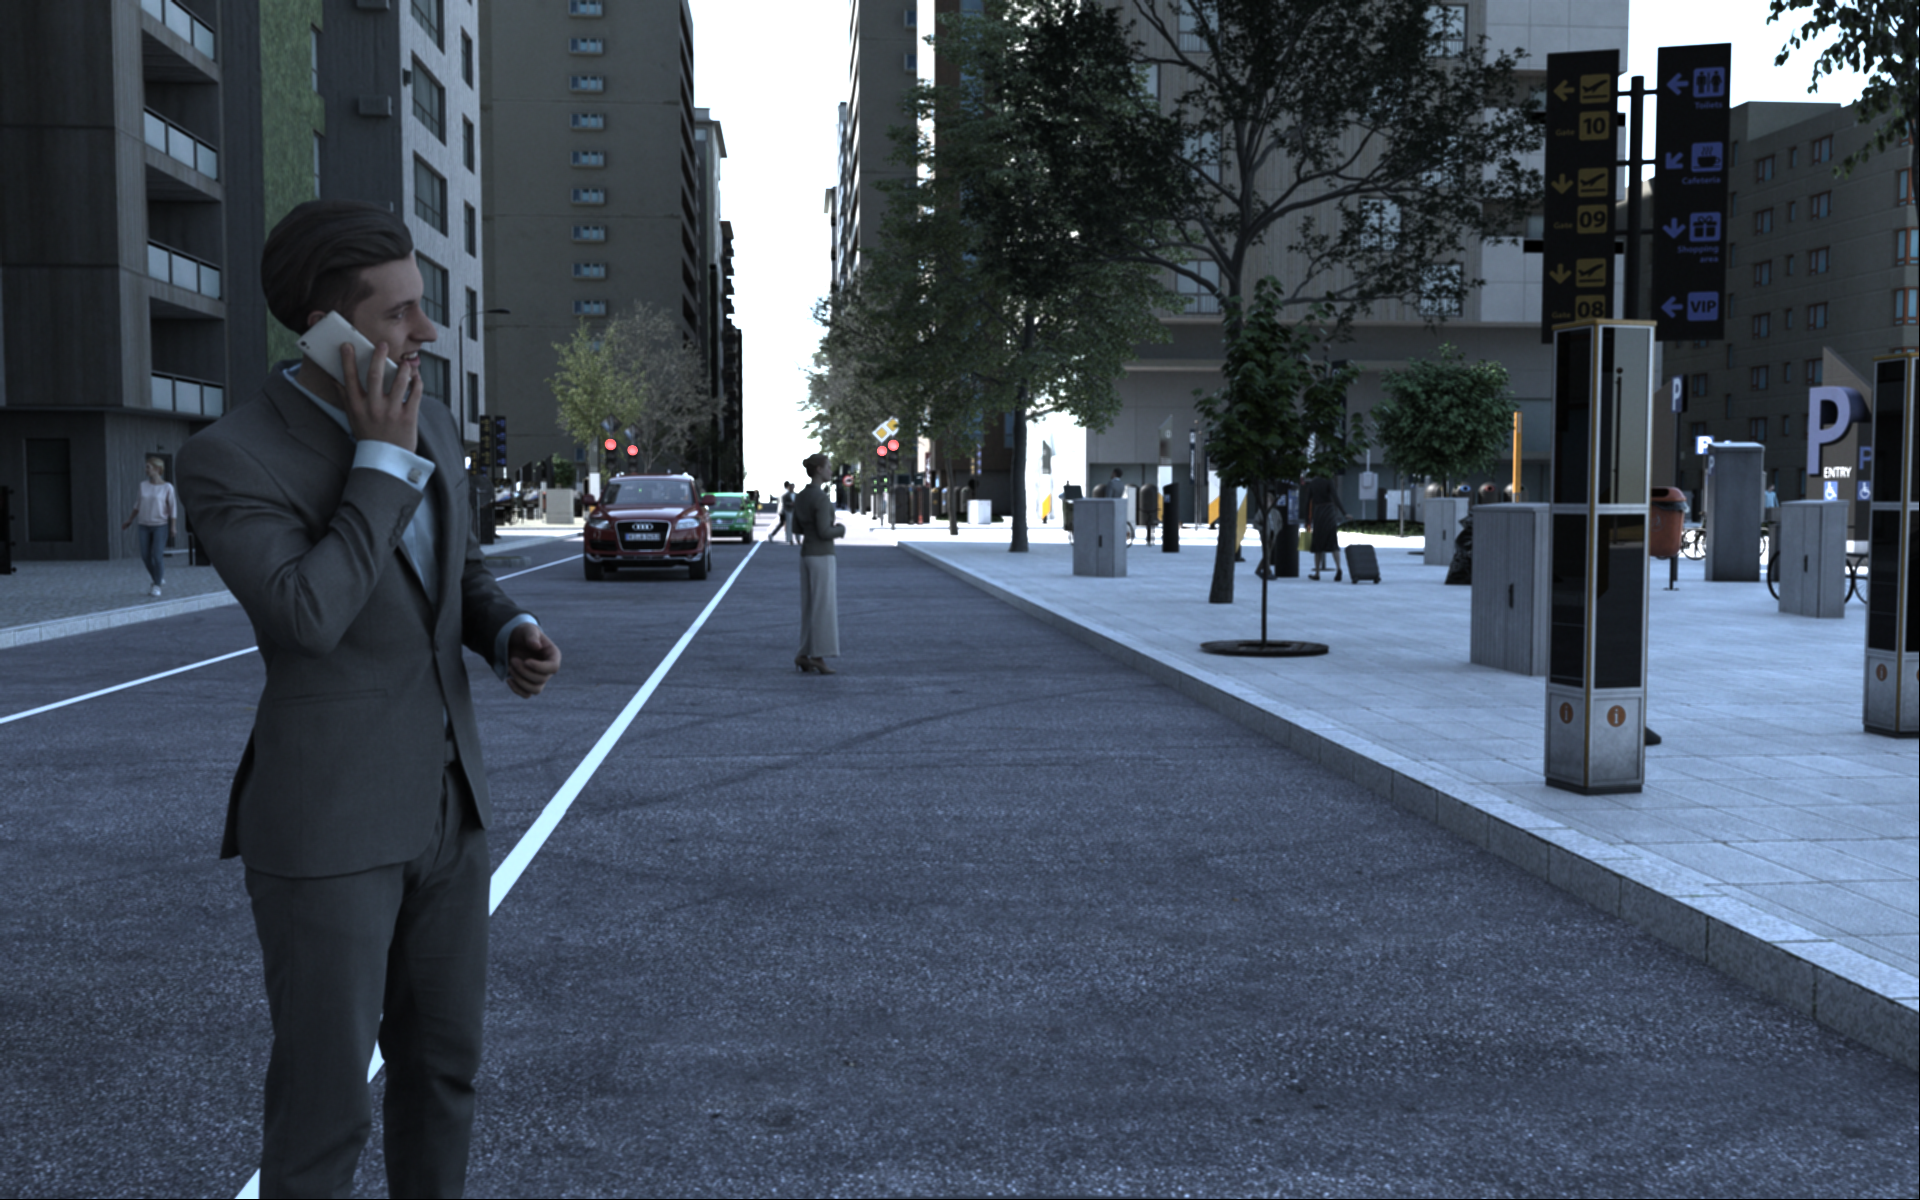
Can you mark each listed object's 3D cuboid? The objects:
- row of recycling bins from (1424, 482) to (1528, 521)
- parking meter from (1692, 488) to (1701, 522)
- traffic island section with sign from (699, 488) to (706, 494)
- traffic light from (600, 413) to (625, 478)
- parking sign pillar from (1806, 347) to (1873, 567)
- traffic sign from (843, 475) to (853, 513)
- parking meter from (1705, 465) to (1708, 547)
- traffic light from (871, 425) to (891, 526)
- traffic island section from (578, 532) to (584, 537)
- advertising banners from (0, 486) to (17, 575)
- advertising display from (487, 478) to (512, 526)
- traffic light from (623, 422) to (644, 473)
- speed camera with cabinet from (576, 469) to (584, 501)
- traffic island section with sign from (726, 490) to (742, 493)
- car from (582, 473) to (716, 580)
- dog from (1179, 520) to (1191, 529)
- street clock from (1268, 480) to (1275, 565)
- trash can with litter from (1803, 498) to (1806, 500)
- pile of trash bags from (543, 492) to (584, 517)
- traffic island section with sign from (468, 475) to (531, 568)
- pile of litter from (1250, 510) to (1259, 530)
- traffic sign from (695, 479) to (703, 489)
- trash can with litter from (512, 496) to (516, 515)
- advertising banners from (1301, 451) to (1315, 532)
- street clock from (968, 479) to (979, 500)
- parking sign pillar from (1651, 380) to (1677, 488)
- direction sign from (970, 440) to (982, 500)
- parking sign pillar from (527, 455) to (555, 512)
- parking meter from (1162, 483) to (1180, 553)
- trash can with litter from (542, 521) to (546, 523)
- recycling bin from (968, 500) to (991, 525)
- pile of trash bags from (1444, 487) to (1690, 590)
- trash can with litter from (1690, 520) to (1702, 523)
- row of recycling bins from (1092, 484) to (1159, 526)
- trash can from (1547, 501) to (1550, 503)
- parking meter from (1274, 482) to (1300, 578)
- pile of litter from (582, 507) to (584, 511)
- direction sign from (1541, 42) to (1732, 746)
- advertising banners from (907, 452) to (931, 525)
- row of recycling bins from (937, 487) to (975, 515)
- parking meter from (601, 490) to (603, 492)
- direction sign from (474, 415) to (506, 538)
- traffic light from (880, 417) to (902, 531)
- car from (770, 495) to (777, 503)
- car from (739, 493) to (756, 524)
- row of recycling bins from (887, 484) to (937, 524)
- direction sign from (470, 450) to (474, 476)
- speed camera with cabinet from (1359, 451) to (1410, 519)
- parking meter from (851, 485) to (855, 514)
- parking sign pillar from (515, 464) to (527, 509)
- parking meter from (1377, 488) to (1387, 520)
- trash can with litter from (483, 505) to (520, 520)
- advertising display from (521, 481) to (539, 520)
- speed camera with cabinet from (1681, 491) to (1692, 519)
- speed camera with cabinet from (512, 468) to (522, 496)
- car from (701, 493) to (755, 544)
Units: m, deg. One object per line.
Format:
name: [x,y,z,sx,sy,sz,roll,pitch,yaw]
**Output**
row of recycling bins: [18.208,-3.306,61.171,3.534,1.692,1.069,0,4,7]
parking meter: [33.445,-4.295,78.636,0.372,1.533,0.369,0,3,0]
traffic island section with sign: [-17.414,-6.621,116.884,1.989,1.847,2.006,0,4,-5]
traffic light: [-11.982,-4.329,59.703,0.839,4.253,0.868,0,4,-5]
parking sign pillar: [15.837,-2.608,31.116,1.447,3.967,1.447,-1,4,-11]
traffic sign: [-7.453,-7.075,115.789,0.768,2.556,0.104,0,4,1]
parking meter: [13.815,-1.581,31.554,0.399,1.863,0.255,-2,4,-31]
traffic light: [-3.115,-4.872,68.572,0.839,4.253,0.868,0,4,-5]
traffic island section: [-12.023,-2.297,59.834,2.009,0.180,2.903,0,4,-5]
advertising banners: [-15.992,-1.938,27.874,2.074,3.025,0.090,2,4,24]
advertising display: [-18.713,-3.988,70.423,0.974,1.923,0.123,0,4,-7]
traffic light: [-12.732,-4.815,67.653,0.839,4.253,0.868,0,4,-5]
speed camera with cabinet: [-30.237,-8.756,137.489,0.660,3.252,2.038,0,4,-3]
traffic island section with sign: [-22.179,-9.711,167.403,1.989,1.847,2.006,0,4,-5]
car: [-5.440,-1.338,30.550,2.281,1.827,5.304,0,4,-7]
dog: [8.806,-2.908,67.733,0.748,0.427,0.550,2,4,24]
street clock: [5.695,-1.627,31.167,0.471,2.002,0.358,0,4,-2]
trash can with litter: [28.090,-2.800,57.164,0.624,1.170,1.055,3,4,37]
pile of trash bags: [-21.648,-5.297,96.357,3.447,1.369,1.912,-1,4,-14]
traffic island section with sign: [-9.647,-1.586,34.561,1.989,1.847,2.006,0,4,-5]
pile of litter: [11.138,-2.938,61.997,1.176,0.858,1.719,-1,4,-17]
traffic sign: [-21.526,-8.713,142.563,0.768,2.556,0.104,0,4,0]
trash can with litter: [-27.995,-5.865,107.274,1.055,1.170,0.624,-2,4,-32]
advertising banners: [10.309,-3.358,51.088,0.090,3.025,2.074,2,4,27]
street clock: [0.652,-4.798,83.018,0.471,2.002,0.358,2,4,26]
parking sign pillar: [16.279,-3.206,40.894,1.447,3.967,1.447,-3,5,-44]
direction sign: [0.676,-4.981,73.433,0.379,3.537,0.876,-2,4,-31]
parking sign pillar: [-28.613,-8.008,119.409,1.447,3.967,1.447,1,4,21]
parking meter: [4.643,-1.818,38.134,0.372,1.533,0.369,0,3,0]
trash can with litter: [-18.297,-4.088,77.890,1.678,1.210,2.233,0,4,4]
recycling bin: [0.799,-3.606,71.504,0.722,1.027,0.722,-3,4,-39]
pile of trash bags: [8.443,-0.876,24.078,1.912,1.369,3.447,-3,5,-40]
trash can with litter: [33.286,-4.001,76.478,2.233,1.210,1.678,0,4,1]
row of recycling bins: [6.675,-3.857,70.170,1.069,1.692,3.534,-3,4,-38]
trash can: [11.761,-1.341,33.576,0.748,1.137,0.748,0,3,0]
parking meter: [5.053,-1.121,26.745,0.372,1.533,0.369,0,3,0]
pile of litter: [-27.826,-7.036,129.008,1.719,0.858,1.176,0,4,-6]
direction sign: [3.443,-1.034,8.898,0.876,3.537,0.379,1,4,15]
advertising banners: [-1.675,-4.625,71.805,0.090,3.025,2.074,2,4,27]
row of recycling bins: [-0.384,-5.491,96.891,1.069,1.692,3.534,-3,5,-39]
parking meter: [-22.267,-6.109,108.289,0.372,1.533,0.369,0,3,0]
direction sign: [-13.492,-3.554,50.098,0.379,3.537,0.876,3,5,40]
traffic light: [-2.365,-4.385,60.622,0.839,4.253,0.868,0,4,-5]
car: [-31.128,-17.083,291.886,1.945,1.354,3.894,0,4,-4]
car: [-10.424,-4.372,80.286,1.959,1.807,4.718,0,4,-5]
row of recycling bins: [-2.255,-4.175,75.369,1.069,1.692,3.534,1,4,21]
direction sign: [-24.937,-5.980,89.775,0.876,3.537,0.379,0,4,6]
speed camera with cabinet: [17.725,-4.762,72.196,2.038,3.252,0.660,1,4,23]
parking meter: [-6.756,-6.321,109.057,0.255,1.863,0.399,0,4,-3]
parking sign pillar: [-34.873,-9.168,138.372,1.447,3.967,1.447,-1,4,-21]
parking meter: [17.000,-3.752,69.748,0.372,1.533,0.369,0,3,0]
trash can with litter: [-22.686,-4.513,84.847,2.233,1.210,1.678,-1,4,-23]
advertising display: [-21.542,-4.988,86.772,0.123,1.923,0.974,3,5,42]
speed camera with cabinet: [36.848,-5.826,89.591,2.038,3.252,0.660,-1,4,-17]
speed camera with cabinet: [-33.836,-8.380,131.340,2.038,3.252,0.660,-3,4,-36]
car: [-7.052,-2.599,51.293,1.959,1.807,4.718,0,4,-6]
